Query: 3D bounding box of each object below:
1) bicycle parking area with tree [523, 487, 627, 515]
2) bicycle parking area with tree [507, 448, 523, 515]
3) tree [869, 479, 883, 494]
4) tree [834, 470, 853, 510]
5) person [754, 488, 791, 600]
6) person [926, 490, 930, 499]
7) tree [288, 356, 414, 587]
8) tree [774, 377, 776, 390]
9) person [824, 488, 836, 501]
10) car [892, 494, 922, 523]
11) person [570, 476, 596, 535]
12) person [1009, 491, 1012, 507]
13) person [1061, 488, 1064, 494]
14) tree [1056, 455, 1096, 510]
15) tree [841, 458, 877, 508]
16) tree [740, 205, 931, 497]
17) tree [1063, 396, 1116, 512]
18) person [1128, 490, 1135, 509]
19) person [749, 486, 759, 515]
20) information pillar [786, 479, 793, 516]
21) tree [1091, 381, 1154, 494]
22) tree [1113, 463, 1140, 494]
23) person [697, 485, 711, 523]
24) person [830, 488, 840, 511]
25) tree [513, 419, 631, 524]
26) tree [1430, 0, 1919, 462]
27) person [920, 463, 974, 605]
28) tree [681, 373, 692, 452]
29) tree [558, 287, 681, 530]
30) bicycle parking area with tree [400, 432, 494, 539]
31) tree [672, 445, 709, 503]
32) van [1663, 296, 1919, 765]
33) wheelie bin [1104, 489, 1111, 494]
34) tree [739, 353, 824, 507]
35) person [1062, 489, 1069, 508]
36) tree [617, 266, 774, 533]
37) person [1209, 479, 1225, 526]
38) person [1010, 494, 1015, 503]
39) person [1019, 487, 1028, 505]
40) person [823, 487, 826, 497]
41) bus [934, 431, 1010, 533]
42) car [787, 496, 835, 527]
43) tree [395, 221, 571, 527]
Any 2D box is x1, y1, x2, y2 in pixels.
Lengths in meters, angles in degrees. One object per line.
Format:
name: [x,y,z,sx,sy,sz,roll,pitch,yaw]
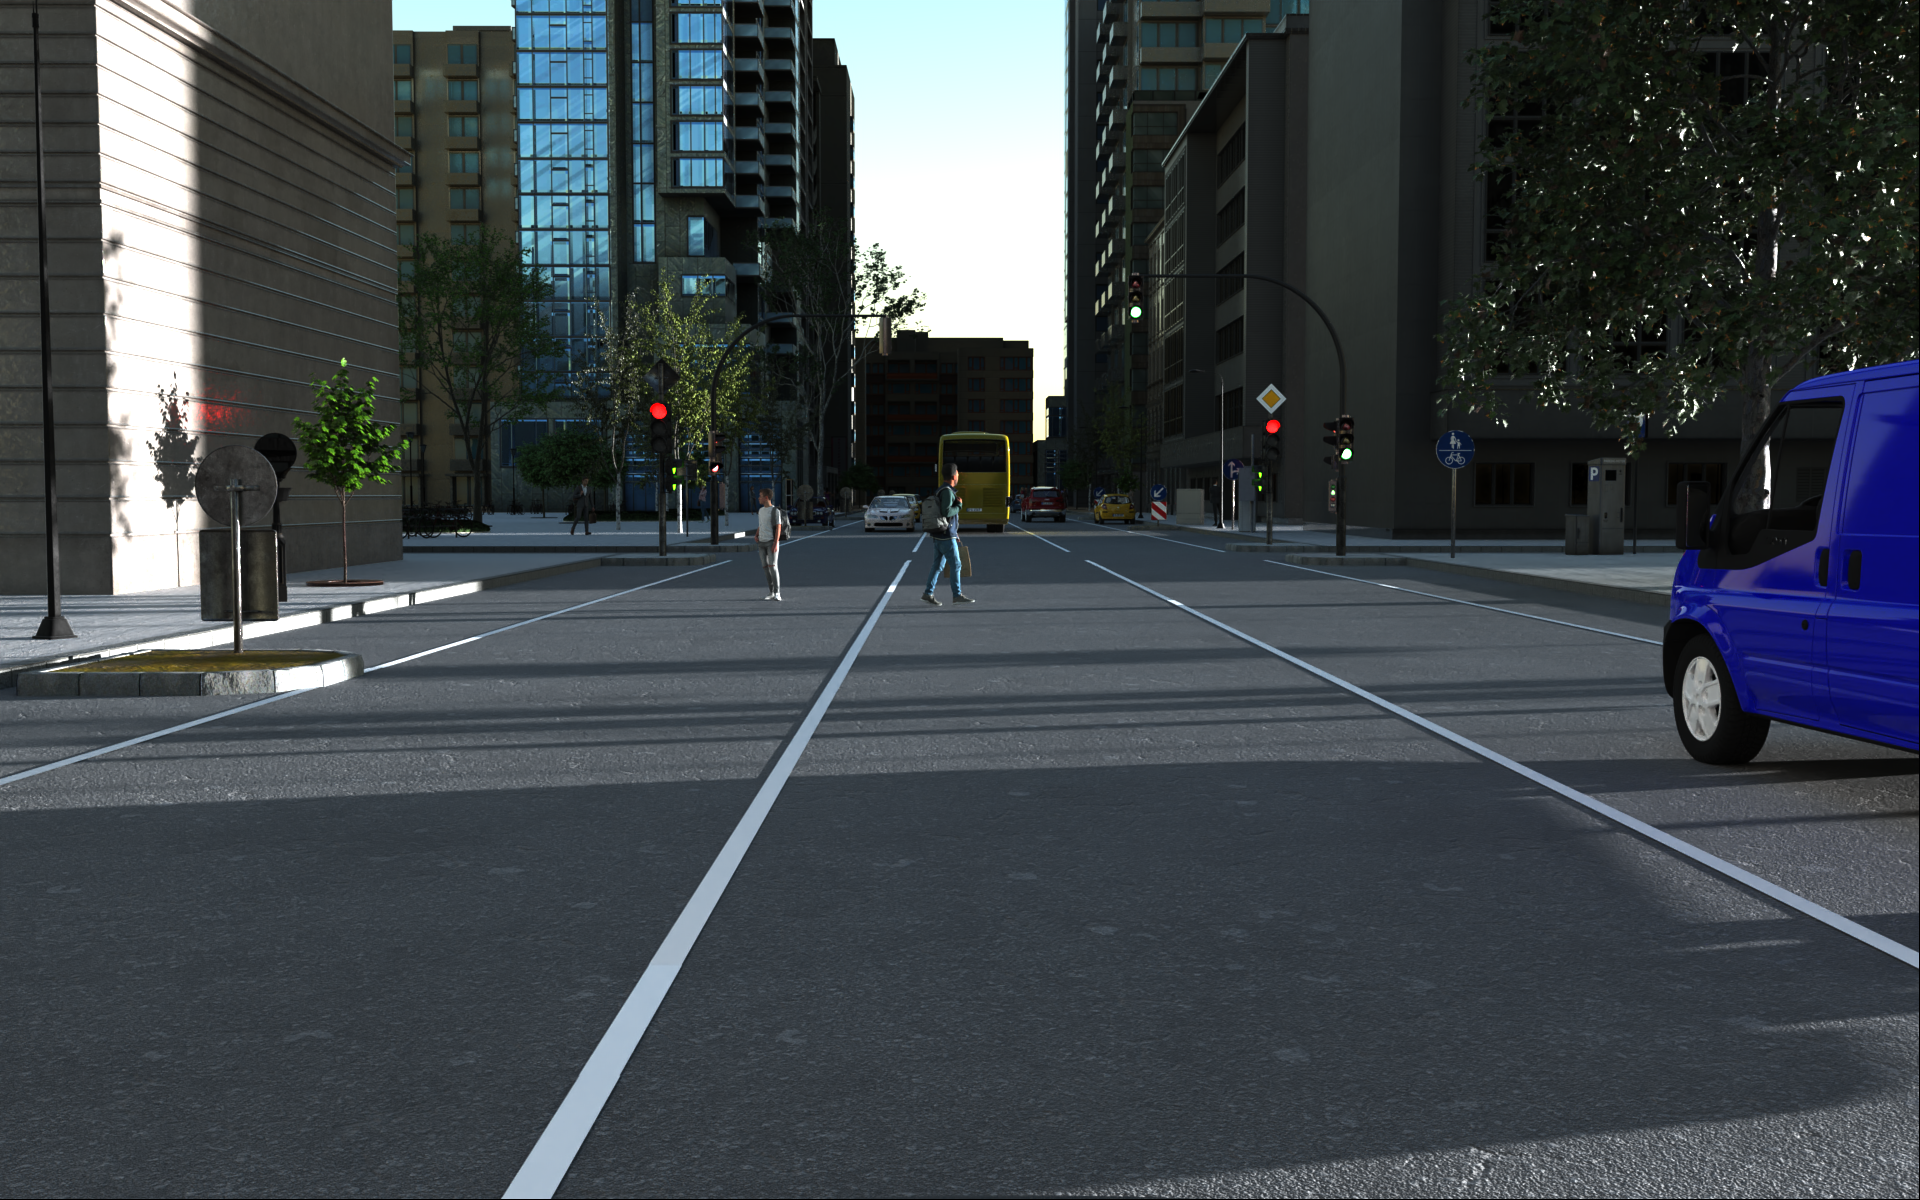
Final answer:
bicycle parking area with tree: [-25.517,-7.473,109.177,8.231,4.147,9.016,1,4,18]
bicycle parking area with tree: [-26.010,-5.546,77.685,9.016,4.147,8.231,2,4,23]
tree: [-9.303,-12.058,191.742,1.663,3.219,1.824,0,3,0]
tree: [-9.010,-8.805,138.568,1.663,3.219,1.824,0,3,0]
person: [-2.562,-0.759,23.510,0.503,1.515,0.523,1,4,13]
person: [-2.492,-7.446,130.956,0.721,1.735,1.217,0,4,3]
tree: [-8.557,-1.823,24.413,1.663,3.219,1.824,0,3,0]
tree: [-9.490,-7.331,70.223,4.737,8.622,4.395,0,3,0]
person: [-9.289,-6.993,121.057,1.217,1.739,0.721,0,4,-7]
car: [-2.883,-4.776,88.311,2.015,1.641,3.980,0,4,-2]
person: [-11.811,-2.951,54.257,0.822,1.834,0.622,3,5,44]
person: [5.677,-11.345,194.514,1.217,1.766,0.721,2,4,32]
person: [10.253,-10.163,172.084,0.709,1.838,0.599,3,4,37]
tree: [9.507,-9.675,141.901,4.285,4.588,4.351,0,3,0]
tree: [-8.969,-10.538,156.016,4.285,4.588,4.351,0,3,0]
tree: [-8.057,-15.636,111.536,12.611,20.169,13.585,0,3,0]
tree: [9.542,-10.832,127.472,4.360,8.622,3.978,0,3,0]
person: [11.662,-6.780,117.242,0.374,1.781,0.599,-2,4,-34]
person: [-12.641,-6.131,106.555,0.573,1.790,0.520,1,4,12]
information pillar: [-8.544,-5.037,86.854,0.304,2.012,0.304,1,4,12]
tree: [10.250,-9.810,110.756,4.737,8.622,4.395,0,3,0]
tree: [10.396,-6.871,106.948,1.663,3.219,1.824,0,3,0]
person: [-11.519,-4.367,78.033,0.643,1.750,0.593,-1,4,-23]
person: [-9.374,-7.626,131.454,1.217,1.735,0.721,-2,4,-35]
tree: [-16.955,-5.637,75.880,4.285,4.588,4.351,0,3,0]
tree: [10.984,-6.508,23.417,9.611,12.733,9.660,0,3,0]
person: [-0.158,-0.832,22.083,0.713,1.824,0.794,0,4,4]
tree: [-15.999,-8.756,93.525,4.360,8.622,3.978,0,3,0]
tree: [-12.315,-6.830,62.028,4.360,8.622,3.978,0,3,0]
bicycle parking area with tree: [-19.539,-3.864,50.172,9.016,4.147,8.231,-3,5,-44]
tree: [-18.116,-8.026,114.936,4.285,4.588,4.351,0,3,0]
van: [4.913,-0.189,7.471,2.240,2.365,5.245,0,4,-2]
wheelie bin: [9.356,-6.337,111.520,0.980,1.594,0.693,1,4,9]
tree: [-9.589,-8.597,90.920,4.360,8.622,3.978,0,3,0]
person: [9.470,-9.244,157.740,0.990,1.755,0.434,-2,4,-31]
tree: [-9.020,-6.522,56.995,4.737,8.622,4.395,0,3,0]
person: [10.377,-3.953,70.033,0.648,1.900,0.474,0,4,-1]
person: [5.141,-9.958,174.494,0.799,1.438,0.628,-1,4,-23]
person: [3.598,-5.450,97.586,0.573,1.828,0.580,3,4,38]
person: [-10.031,-7.390,126.870,0.705,1.824,1.348,3,5,44]
bus: [0.431,-4.626,67.189,2.896,3.916,12.252,0,4,-1]
car: [-6.343,-3.754,73.955,1.945,1.354,3.894,0,4,1]
tree: [-18.997,-8.664,67.418,9.928,11.665,9.643,0,3,0]
